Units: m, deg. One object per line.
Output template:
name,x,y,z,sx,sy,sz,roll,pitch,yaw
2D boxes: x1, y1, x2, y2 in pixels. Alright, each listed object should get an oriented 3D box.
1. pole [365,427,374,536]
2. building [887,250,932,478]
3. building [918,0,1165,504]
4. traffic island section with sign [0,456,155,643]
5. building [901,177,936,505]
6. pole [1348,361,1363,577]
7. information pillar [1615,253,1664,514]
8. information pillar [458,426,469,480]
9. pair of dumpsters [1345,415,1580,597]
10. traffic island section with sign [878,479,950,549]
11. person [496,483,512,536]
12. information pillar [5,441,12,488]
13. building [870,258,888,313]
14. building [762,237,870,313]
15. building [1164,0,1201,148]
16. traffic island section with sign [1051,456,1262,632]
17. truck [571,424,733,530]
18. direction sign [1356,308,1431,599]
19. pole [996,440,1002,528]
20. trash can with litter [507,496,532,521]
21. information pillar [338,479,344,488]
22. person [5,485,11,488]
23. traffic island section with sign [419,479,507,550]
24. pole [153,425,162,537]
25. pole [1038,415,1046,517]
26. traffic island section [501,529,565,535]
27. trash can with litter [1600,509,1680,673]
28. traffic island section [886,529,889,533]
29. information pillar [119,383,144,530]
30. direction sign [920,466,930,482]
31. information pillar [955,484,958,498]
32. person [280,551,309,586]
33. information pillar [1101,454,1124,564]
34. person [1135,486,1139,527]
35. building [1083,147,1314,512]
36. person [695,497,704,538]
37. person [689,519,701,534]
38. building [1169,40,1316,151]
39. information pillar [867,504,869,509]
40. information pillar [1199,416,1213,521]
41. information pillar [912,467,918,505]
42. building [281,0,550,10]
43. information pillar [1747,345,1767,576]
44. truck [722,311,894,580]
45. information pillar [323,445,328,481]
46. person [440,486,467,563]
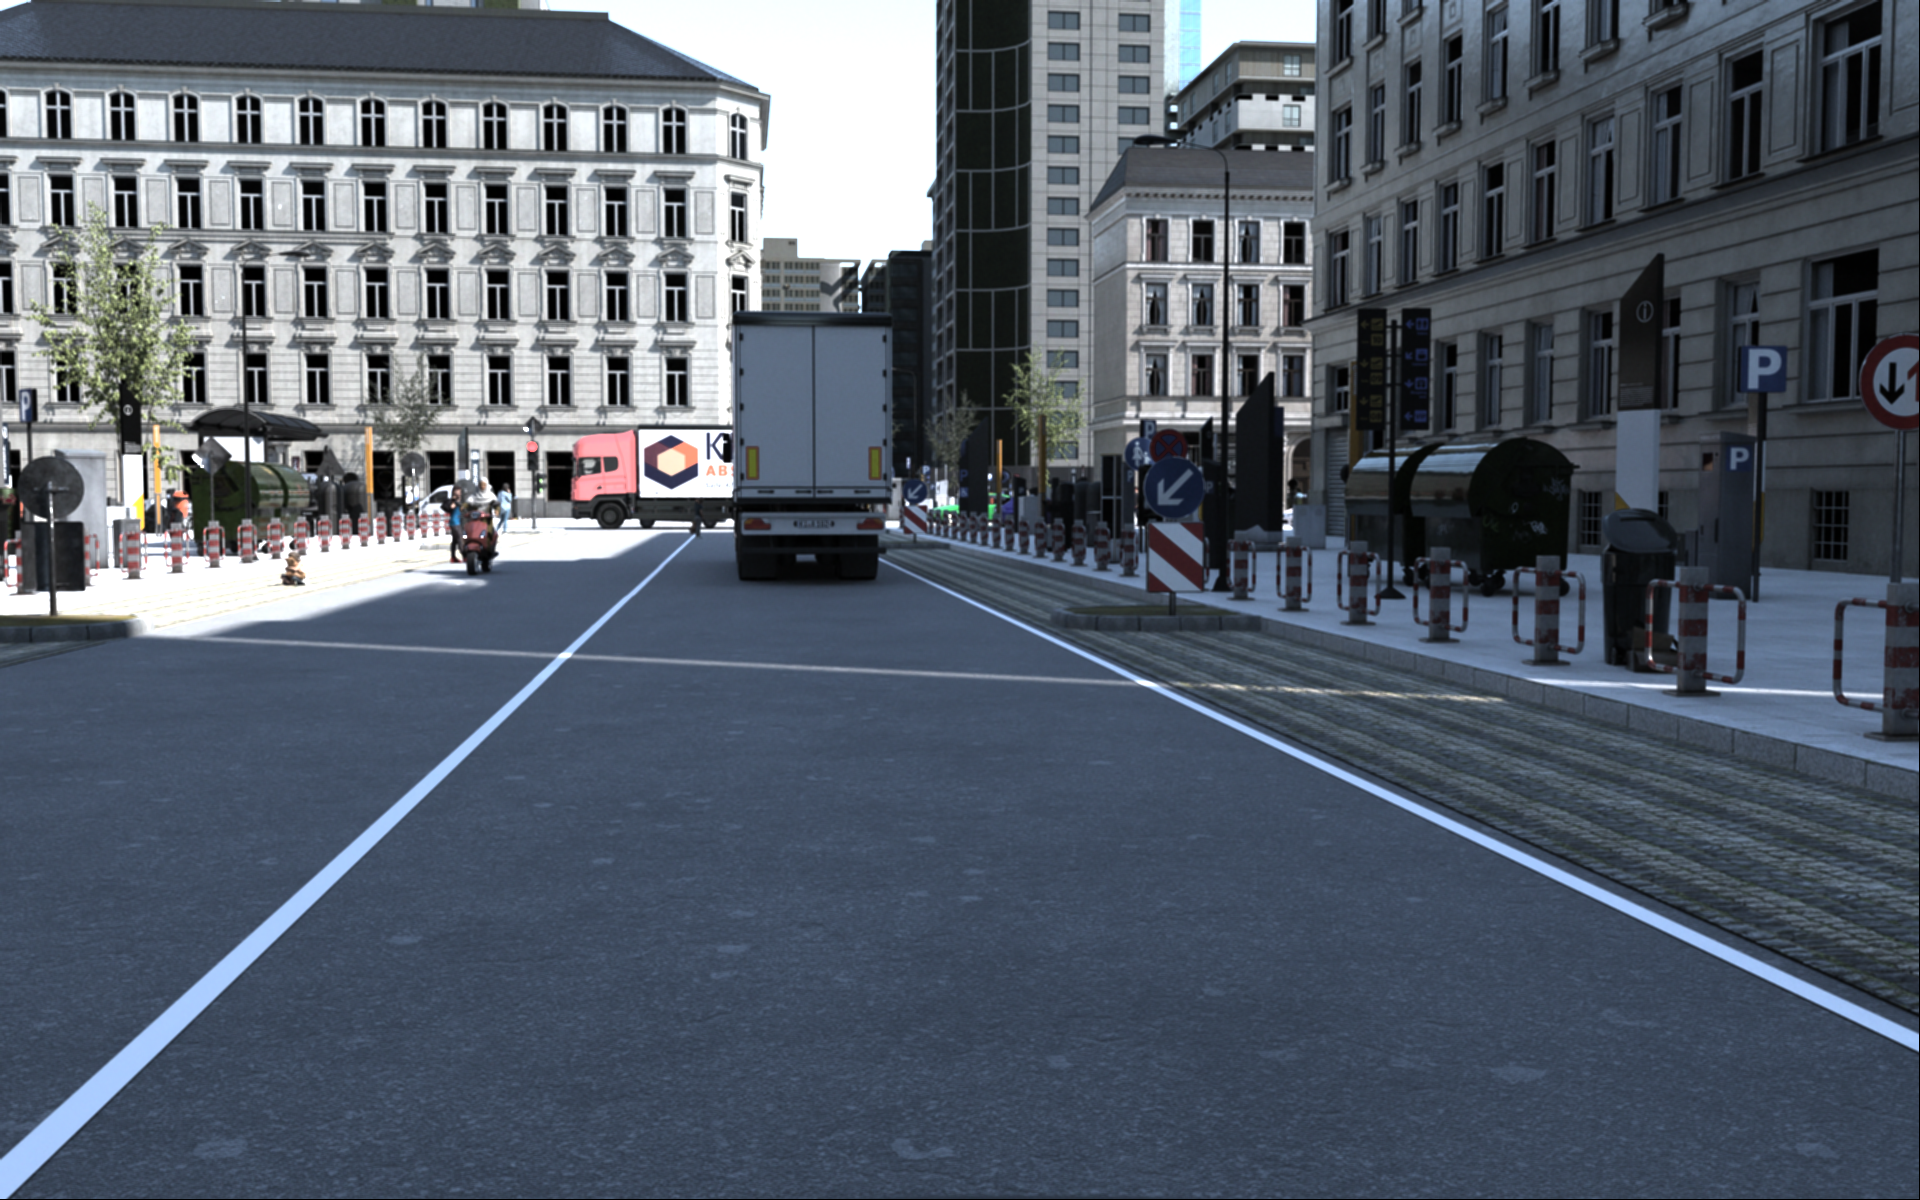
pole,-17.971,-3.601,52.715,0.158,3.312,0.155,0,3,0
building,-1.872,-26.597,206.558,14.160,30.474,14.107,0,4,-7
building,6.804,-44.361,163.550,20.563,71.187,20.611,0,4,-7
traffic island section with sign,-9.335,-0.540,17.462,1.989,1.847,2.006,0,4,-7
building,9.828,-30.379,188.579,32.217,40.220,23.993,0,4,-7
pole,6.110,-2.011,26.715,0.158,3.312,0.155,0,3,0
information pillar,6.713,-1.576,17.118,0.183,3.616,0.504,-2,4,-25
information pillar,-17.164,-4.194,59.919,0.504,3.616,0.183,3,5,40
pair of dumpsters,6.738,-1.289,23.576,1.574,2.255,4.437,0,4,-7
traffic island section with sign,-1.365,-2.264,45.637,1.989,1.847,2.006,0,4,-7
person,-15.372,-3.025,58.226,0.793,1.790,0.793,0,4,8
information pillar,-42.299,-5.228,76.837,0.504,3.616,0.183,1,4,15
building,-3.002,-35.202,267.439,23.993,40.220,32.217,0,4,-7
building,-27.400,-35.044,264.857,23.993,40.220,32.217,0,4,-7
building,24.915,-58.214,264.471,31.000,86.520,22.319,0,4,-7
traffic island section with sign,2.046,-0.628,18.898,1.989,1.847,2.006,0,4,-7
truck,-10.875,-5.029,71.140,11.283,4.237,2.839,-1,4,-9
direction sign,5.292,-1.787,21.211,0.876,3.537,0.379,0,4,4
pole,1.465,-4.360,65.134,0.158,3.312,0.155,0,3,0
trash can with litter,-21.530,-4.492,84.500,1.678,1.210,2.233,0,4,0
information pillar,-30.848,-5.021,86.578,0.304,2.012,0.304,1,4,16
person,-36.220,-3.493,66.007,0.834,1.777,0.661,-2,4,-34
traffic island section with sign,-12.809,-2.212,44.801,1.989,1.847,2.006,0,4,-7
pole,-23.748,-3.511,51.243,0.158,3.312,0.155,0,3,0
pole,2.116,-3.106,44.619,0.158,3.312,0.155,0,3,0
traffic island section,-15.419,-2.469,62.647,2.009,0.180,2.903,0,4,-7
trash can with litter,5.126,-0.087,12.809,0.624,1.170,1.055,0,4,5
traffic island section,-3.721,-2.559,64.128,2.009,0.180,2.903,0,4,-7
information pillar,-17.594,-2.778,36.781,0.183,3.616,0.504,1,4,22
direction sign,-2.791,-8.935,138.088,0.876,3.537,0.379,-2,4,-30
information pillar,-0.141,-7.826,132.449,0.304,2.012,0.304,2,4,30
person,-10.380,-0.493,27.031,0.381,0.543,0.357,2,4,34
information pillar,2.793,-1.680,31.967,0.304,2.012,0.304,2,4,31
person,7.404,-3.983,74.160,0.750,1.759,0.617,1,4,13
building,9.720,-15.110,97.965,40.483,20.767,10.553,0,4,-7
person,-8.467,-2.678,56.199,0.435,1.345,0.340,2,4,29
person,-9.530,-2.648,62.276,0.381,0.543,0.357,1,4,13
building,39.160,-37.562,203.379,27.495,52.752,28.713,0,4,-7
information pillar,-5.565,-6.916,104.430,0.183,3.616,0.504,0,4,2
information pillar,7.396,-3.714,52.075,0.504,3.616,0.183,-3,4,-36
information pillar,-3.836,-9.625,148.721,0.504,3.616,0.183,1,4,13
building,-60.264,-39.923,194.738,28.212,58.520,21.231,0,4,-7
information pillar,12.471,-2.189,27.149,0.183,3.616,0.504,0,4,1
truck,-2.998,-2.649,32.227,2.839,4.237,11.283,0,4,-8
information pillar,-30.395,-5.606,83.013,0.183,3.616,0.504,-2,4,-35
person,-10.421,-1.562,35.909,0.662,1.594,0.647,-1,4,-21
